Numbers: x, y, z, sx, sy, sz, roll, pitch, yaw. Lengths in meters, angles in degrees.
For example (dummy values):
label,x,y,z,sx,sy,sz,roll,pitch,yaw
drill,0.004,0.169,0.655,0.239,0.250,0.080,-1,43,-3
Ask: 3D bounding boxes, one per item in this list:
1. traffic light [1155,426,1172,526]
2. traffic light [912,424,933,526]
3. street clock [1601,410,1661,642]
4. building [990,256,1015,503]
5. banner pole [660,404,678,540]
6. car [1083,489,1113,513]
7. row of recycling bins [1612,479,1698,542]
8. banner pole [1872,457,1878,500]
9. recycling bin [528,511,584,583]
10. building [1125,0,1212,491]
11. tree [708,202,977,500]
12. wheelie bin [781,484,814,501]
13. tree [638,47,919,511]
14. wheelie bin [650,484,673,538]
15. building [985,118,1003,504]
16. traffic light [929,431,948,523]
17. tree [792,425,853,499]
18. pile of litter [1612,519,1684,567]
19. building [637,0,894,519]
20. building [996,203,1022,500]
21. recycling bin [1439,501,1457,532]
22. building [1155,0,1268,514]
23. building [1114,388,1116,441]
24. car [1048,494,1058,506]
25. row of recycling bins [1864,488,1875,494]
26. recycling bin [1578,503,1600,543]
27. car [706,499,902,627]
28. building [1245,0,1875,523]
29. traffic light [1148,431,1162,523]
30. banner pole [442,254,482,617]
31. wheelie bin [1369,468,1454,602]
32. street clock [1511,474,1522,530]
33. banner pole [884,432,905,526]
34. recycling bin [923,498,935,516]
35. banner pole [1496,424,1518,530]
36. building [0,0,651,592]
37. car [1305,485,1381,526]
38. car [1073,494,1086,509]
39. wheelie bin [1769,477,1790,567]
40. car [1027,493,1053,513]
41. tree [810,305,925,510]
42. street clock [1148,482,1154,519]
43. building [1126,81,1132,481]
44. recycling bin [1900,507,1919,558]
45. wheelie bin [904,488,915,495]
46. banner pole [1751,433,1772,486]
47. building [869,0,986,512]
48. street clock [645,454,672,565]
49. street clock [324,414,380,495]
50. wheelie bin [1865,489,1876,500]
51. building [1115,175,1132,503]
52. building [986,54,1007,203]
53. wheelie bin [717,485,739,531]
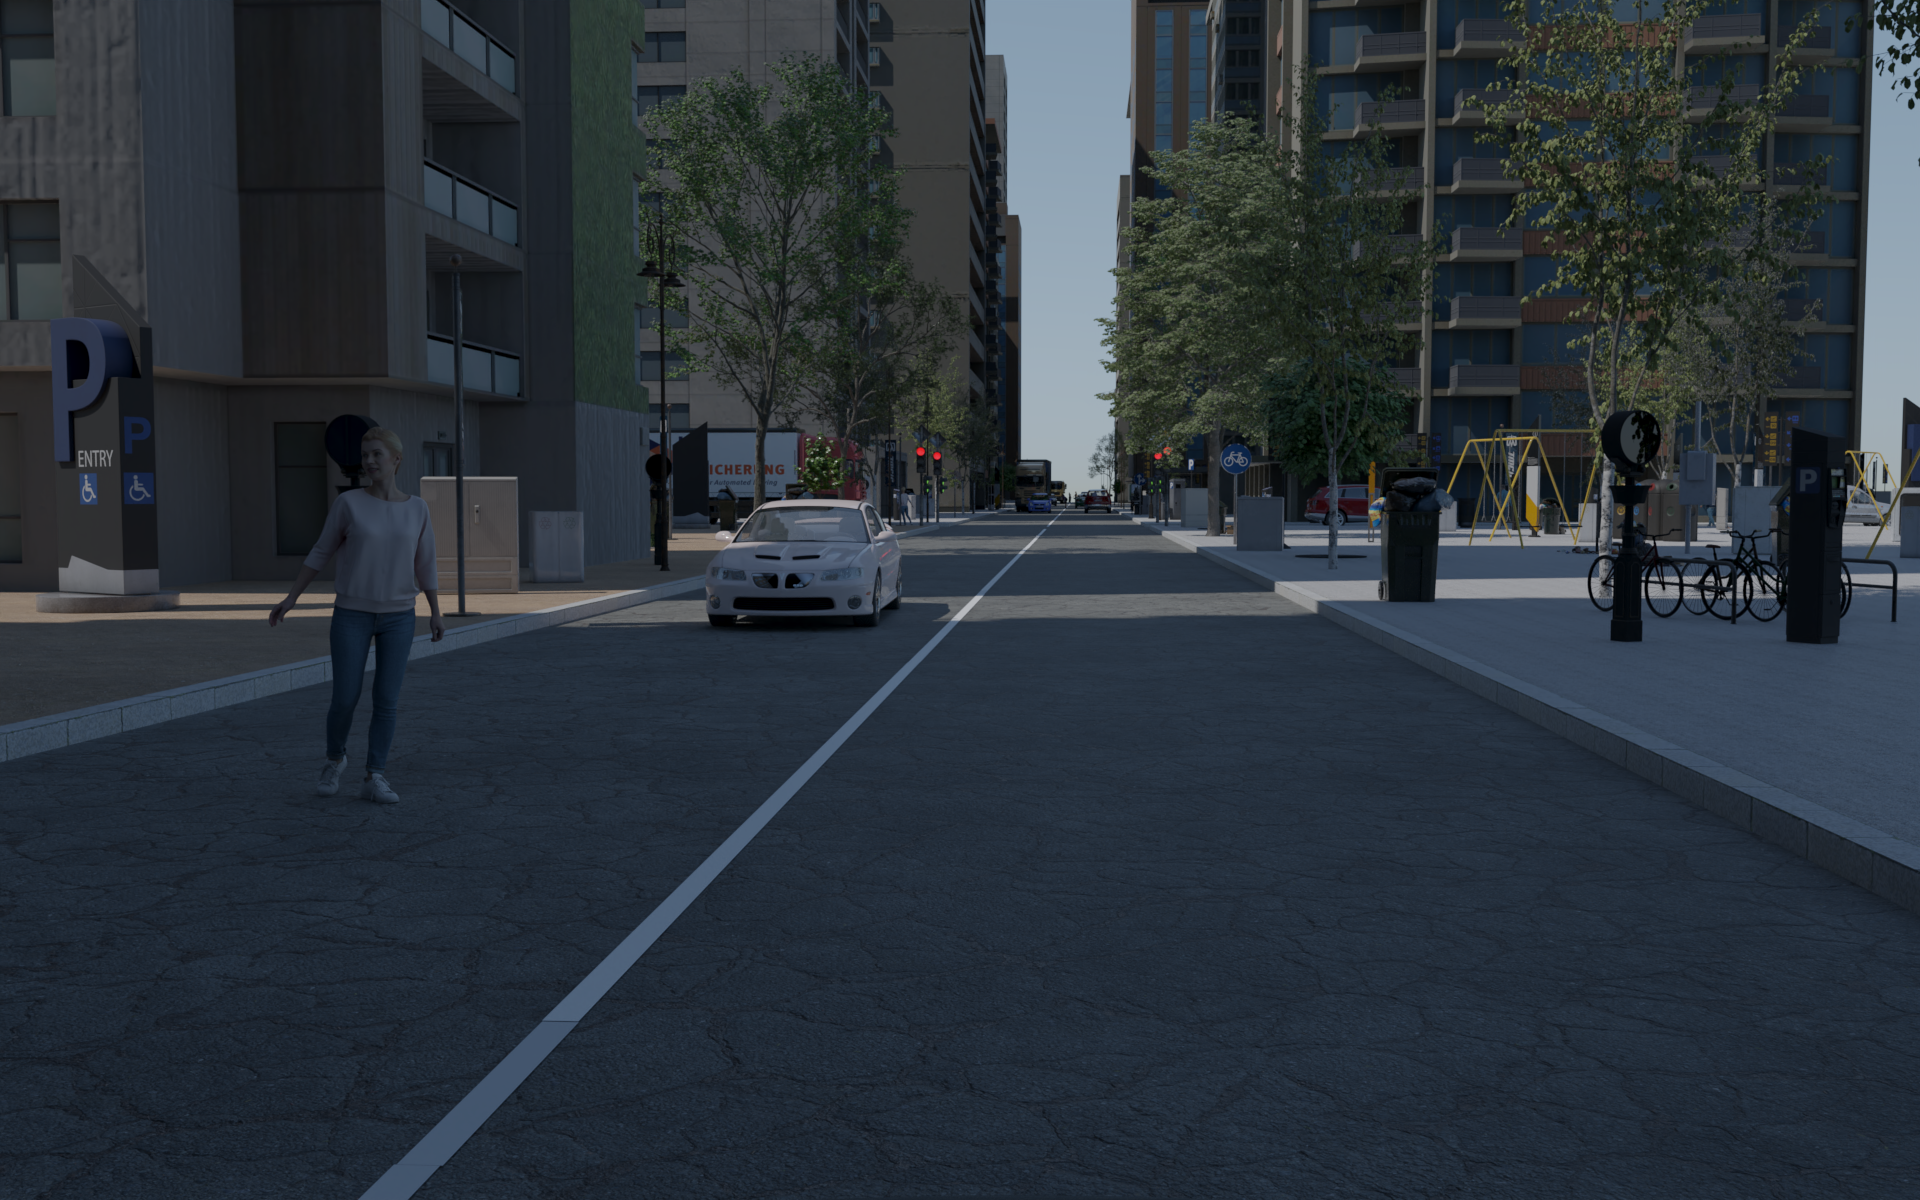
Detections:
label,x,y,z,sx,sy,sz,roll,pitch,yaw
traffic light,8.205,-4.890,68.876,0.839,4.253,0.868,0,4,4
traffic light,-1.534,-4.930,69.531,0.839,4.253,0.868,0,4,4
street clock,5.814,-0.641,15.054,0.471,2.002,0.358,-2,4,-23
building,-7.112,-34.183,250.769,32.217,40.220,23.993,0,4,4
banner pole,-8.212,-3.574,48.456,0.401,3.779,0.863,-2,4,-35
car,10.380,-7.451,130.503,2.281,1.827,5.304,0,4,4
row of recycling bins,19.300,-2.506,48.080,1.069,1.692,3.534,0,4,-8
banner pole,61.567,-7.741,116.589,0.401,3.779,0.863,0,4,8
recycling bin,-5.894,-0.778,25.272,0.722,1.027,0.722,-1,4,-19
building,20.946,-30.021,140.955,14.600,45.320,14.200,0,4,4
tree,-3.886,-7.416,55.666,8.767,10.594,7.601,-1,4,-9
wheelie bin,-4.890,-2.702,52.093,0.980,1.594,0.693,0,4,-2
tree,-4.594,-7.030,40.694,9.928,11.665,9.643,0,3,0
wheelie bin,-8.663,-2.566,49.865,0.693,1.594,0.980,1,4,22
building,-6.521,-33.279,198.735,22.147,44.769,28.867,0,4,4
traffic light,-0.984,-5.418,77.497,0.839,4.253,0.868,0,4,4
tree,-4.048,-3.327,49.003,1.663,3.219,1.824,0,3,0
pile of litter,12.351,-1.062,31.329,1.176,0.858,1.719,0,4,-6
building,-13.646,-40.355,98.048,20.563,71.187,20.611,0,4,4
building,2.425,-37.893,269.663,14.600,45.320,14.200,0,4,4
recycling bin,16.551,-2.859,59.297,0.722,1.027,0.722,0,4,1
building,29.242,-25.783,113.430,32.217,40.220,23.993,0,4,4
building,38.605,-26.280,274.708,27.650,21.520,28.899,0,4,4
car,10.534,-11.877,203.975,2.009,1.686,4.222,0,4,2
row of recycling bins,62.855,-7.087,122.984,3.534,1.692,1.069,2,4,25
recycling bin,16.888,-2.055,46.147,0.722,1.027,0.722,2,4,24
car,-1.727,-0.484,20.276,2.083,1.381,4.827,0,4,3
building,28.206,-26.387,86.053,28.867,44.769,22.147,0,4,4
traffic light,8.756,-5.377,76.843,0.839,4.253,0.868,0,4,4
banner pole,-5.297,-1.735,18.381,0.401,3.779,0.863,-1,4,-11
wheelie bin,5.413,-0.784,20.731,0.980,1.594,0.693,0,4,4
street clock,19.607,-3.457,61.095,0.358,2.002,0.471,0,4,-2
banner pole,-2.642,-4.896,70.059,0.863,3.779,0.401,0,4,3
recycling bin,-1.907,-5.385,100.595,0.722,1.027,0.722,-1,4,-18
banner pole,19.549,-4.397,61.905,0.863,3.779,0.401,3,5,44
building,-13.755,-21.039,27.583,14.154,41.232,14.086,0,4,4
car,16.930,-3.840,71.452,5.304,1.827,2.281,0,4,6
car,12.270,-9.754,171.272,2.131,1.459,4.920,0,4,4
wheelie bin,14.792,-1.399,30.783,0.693,1.594,0.980,1,4,14
car,6.013,-7.387,130.370,1.945,1.707,3.694,0,4,4
tree,-3.524,-7.107,66.563,4.360,8.622,3.978,0,3,0
street clock,9.925,-5.218,89.890,0.358,2.002,0.471,2,4,26
building,34.796,-37.978,210.174,28.713,52.752,27.495,0,4,4
recycling bin,19.407,-1.358,34.765,0.722,1.027,0.722,-2,4,-34
wheelie bin,-2.868,-5.396,96.125,0.980,1.594,0.693,2,4,30
banner pole,28.791,-4.405,62.036,0.863,3.779,0.401,0,4,6
building,-9.276,-31.032,131.070,21.300,48.544,21.600,0,4,4
street clock,-5.427,-1.631,31.230,0.471,2.002,0.358,-1,4,-12
street clock,-5.522,-0.689,15.837,0.471,2.002,0.358,1,4,9
wheelie bin,57.769,-6.250,110.092,0.693,1.594,0.980,1,4,9
building,33.287,-38.217,248.556,21.300,48.544,21.600,0,4,4
building,-0.351,-51.959,287.773,20.563,71.187,20.611,0,4,4
wheelie bin,-8.180,-3.246,60.983,0.693,1.594,0.980,0,4,2
